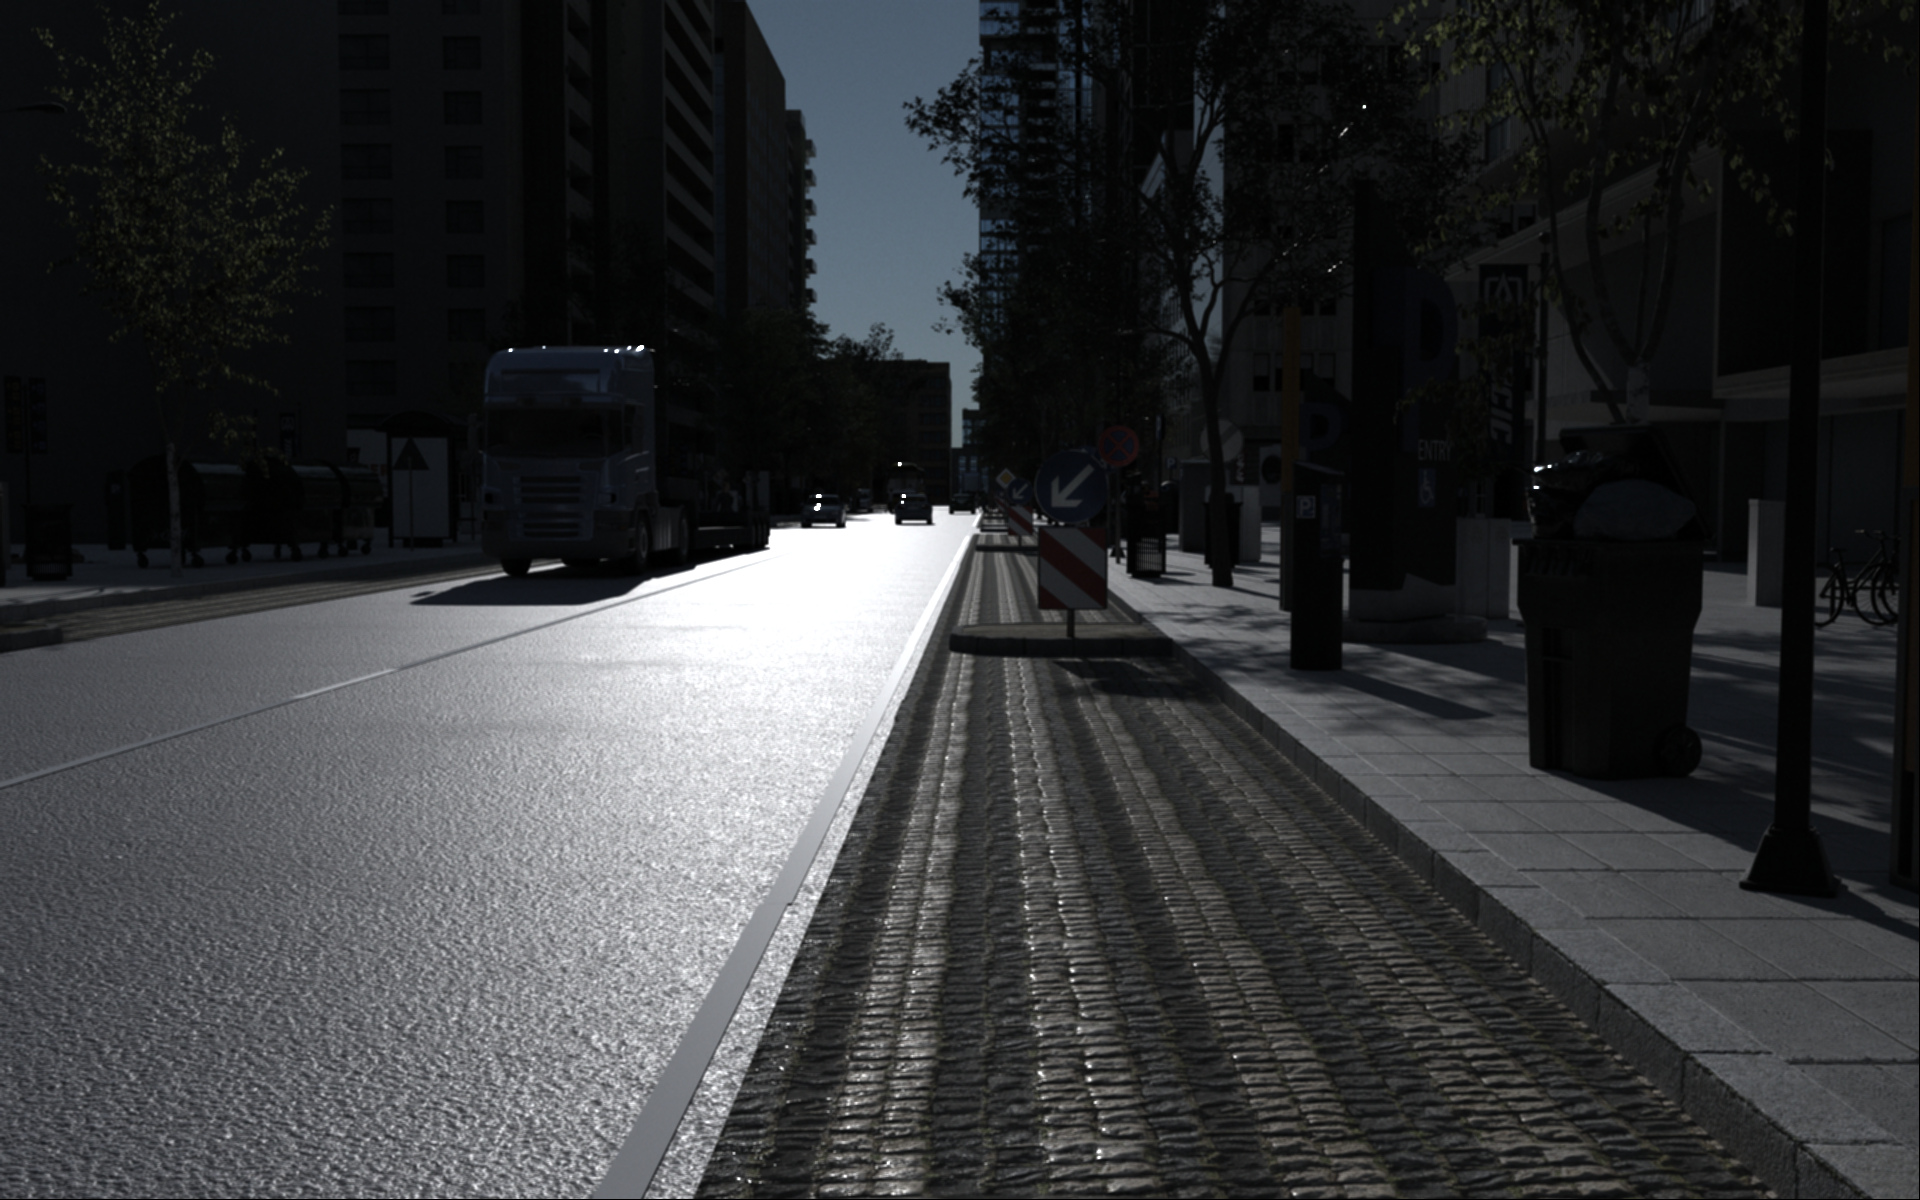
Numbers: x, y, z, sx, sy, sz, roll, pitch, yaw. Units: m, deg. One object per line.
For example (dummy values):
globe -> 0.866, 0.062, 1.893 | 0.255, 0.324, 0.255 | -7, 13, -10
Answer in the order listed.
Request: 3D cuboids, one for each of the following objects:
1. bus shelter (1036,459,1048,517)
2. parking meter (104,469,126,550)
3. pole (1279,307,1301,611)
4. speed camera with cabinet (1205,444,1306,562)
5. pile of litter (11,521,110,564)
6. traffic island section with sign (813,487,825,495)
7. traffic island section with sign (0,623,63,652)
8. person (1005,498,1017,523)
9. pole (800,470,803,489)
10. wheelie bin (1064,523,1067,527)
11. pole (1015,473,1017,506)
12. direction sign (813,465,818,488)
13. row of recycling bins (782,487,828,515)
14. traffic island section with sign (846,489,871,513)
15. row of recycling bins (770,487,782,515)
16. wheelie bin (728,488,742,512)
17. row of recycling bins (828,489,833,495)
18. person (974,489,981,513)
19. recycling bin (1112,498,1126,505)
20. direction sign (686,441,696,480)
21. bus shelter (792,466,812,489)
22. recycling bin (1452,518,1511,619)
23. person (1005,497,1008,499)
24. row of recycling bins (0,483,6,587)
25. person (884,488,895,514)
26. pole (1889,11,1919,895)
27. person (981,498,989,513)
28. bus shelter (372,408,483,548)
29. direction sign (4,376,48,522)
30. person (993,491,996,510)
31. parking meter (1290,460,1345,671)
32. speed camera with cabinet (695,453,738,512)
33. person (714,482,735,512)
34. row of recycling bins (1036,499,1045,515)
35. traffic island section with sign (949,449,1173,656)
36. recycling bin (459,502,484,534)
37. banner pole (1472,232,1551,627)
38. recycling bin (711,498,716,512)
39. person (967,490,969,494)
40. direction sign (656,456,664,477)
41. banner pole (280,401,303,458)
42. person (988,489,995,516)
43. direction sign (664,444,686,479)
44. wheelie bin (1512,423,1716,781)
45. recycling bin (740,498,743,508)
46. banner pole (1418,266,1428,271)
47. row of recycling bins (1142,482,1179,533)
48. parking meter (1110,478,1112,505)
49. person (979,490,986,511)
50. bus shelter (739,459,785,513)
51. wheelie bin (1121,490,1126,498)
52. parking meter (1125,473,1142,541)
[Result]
bus shelter -> 5.190, -6.079, 93.310 | 2.014, 3.302, 5.546 | 0, 4, 1
parking meter -> -19.360, -2.077, 39.665 | 0.399, 1.863, 0.255 | -2, 4, -34
pole -> 3.617, -1.537, 18.980 | 0.158, 3.312, 0.155 | 0, 3, 0
speed camera with cabinet -> 5.533, -2.339, 32.576 | 0.660, 3.252, 2.038 | -3, 4, -39
pile of litter -> -16.800, -1.108, 32.080 | 1.719, 0.858, 1.176 | 0, 4, 4
traffic island section with sign -> -8.132, -5.602, 100.214 | 1.989, 1.847, 2.006 | 0, 4, 1
traffic island section with sign -> -9.627, -0.461, 16.162 | 1.989, 1.847, 2.006 | 0, 4, 1
person -> 2.545, -4.609, 84.205 | 0.721, 1.781, 0.623 | -3, 5, -42
pole -> -11.075, -7.774, 120.954 | 0.158, 3.312, 0.155 | 0, 3, 0
wheelie bin -> 4.162, -3.370, 63.002 | 0.980, 1.594, 0.693 | 2, 4, 31
pole -> 4.671, -9.221, 144.609 | 0.158, 3.312, 0.155 | 0, 3, 0
direction sign -> -10.435, -8.141, 125.099 | 0.379, 3.537, 0.876 | -2, 4, -31
row of recycling bins -> -10.765, -6.822, 118.645 | 1.069, 1.692, 3.534 | 2, 4, 34
traffic island section with sign -> -7.648, -7.312, 128.172 | 1.989, 1.847, 2.006 | 0, 4, 1
row of recycling bins -> -12.867, -6.409, 111.906 | 1.069, 1.692, 3.534 | 1, 4, 17
wheelie bin -> -11.678, -4.962, 89.038 | 0.980, 1.594, 0.693 | 0, 4, 4
row of recycling bins -> -11.432, -8.463, 145.486 | 1.069, 1.692, 3.534 | 1, 4, 10
person -> 1.297, -7.398, 129.813 | 0.624, 1.780, 0.694 | 2, 4, 28
recycling bin -> 9.517, -5.585, 103.870 | 0.722, 1.027, 0.722 | -1, 4, -9
direction sign -> -11.384, -5.030, 74.241 | 0.379, 3.537, 0.876 | 0, 4, -3
bus shelter -> -11.839, -8.149, 127.157 | 2.014, 3.302, 5.546 | 0, 4, 1
recycling bin -> 5.203, -0.332, 17.979 | 0.722, 1.027, 0.722 | -2, 4, -31
person -> 3.409, -7.442, 130.448 | 0.793, 1.790, 0.793 | 0, 4, -3
row of recycling bins -> -14.931, -1.006, 23.566 | 3.534, 1.692, 1.069 | -1, 4, -11
person -> -5.062, -7.115, 124.676 | 0.795, 1.843, 0.661 | 0, 4, 4
pole -> 3.140, -0.714, 5.525 | 0.158, 3.312, 0.155 | 0, 3, 0
person -> 1.849, -7.170, 131.222 | 1.012, 1.151, 0.738 | 2, 4, 34
bus shelter -> -12.834, -3.046, 43.732 | 2.014, 3.302, 5.546 | 0, 4, 1
direction sign -> -18.065, -2.542, 33.555 | 0.379, 3.537, 0.876 | 2, 4, 23
person -> 3.119, -9.001, 156.602 | 0.436, 1.711, 0.756 | 0, 4, 7
parking meter -> 2.620, -0.262, 12.699 | 0.372, 1.533, 0.369 | 0, 3, 0
speed camera with cabinet -> -11.779, -5.452, 83.478 | 2.038, 3.252, 0.660 | -1, 4, -14
person -> -6.658, -2.441, 48.837 | 0.534, 1.772, 0.576 | 2, 4, 27
row of recycling bins -> 5.845, -6.360, 111.101 | 1.069, 1.692, 3.534 | -1, 4, -20
traffic island section with sign -> 0.903, -0.463, 16.202 | 1.989, 1.847, 2.006 | 0, 4, 1
recycling bin -> -15.757, -2.649, 55.863 | 0.722, 1.027, 0.722 | -1, 4, -21
banner pole -> 5.354, -1.628, 16.629 | 0.863, 3.779, 0.401 | 0, 4, 0
recycling bin -> -16.334, -6.390, 117.028 | 0.722, 1.027, 0.722 | 2, 4, 31
person -> 0.852, -10.201, 175.271 | 0.705, 1.826, 1.348 | -2, 4, -30
direction sign -> -17.823, -6.833, 103.720 | 0.876, 3.537, 0.379 | -3, 5, -44
banner pole -> -18.014, -3.476, 46.847 | 0.863, 3.779, 0.401 | 1, 4, 13
person -> 1.995, -6.212, 110.404 | 0.599, 1.781, 0.374 | -2, 4, -30
direction sign -> -12.667, -5.248, 77.797 | 0.876, 3.537, 0.379 | 0, 4, 5
wheelie bin -> 2.992, -0.004, 7.976 | 0.693, 1.594, 0.980 | -1, 4, -21
recycling bin -> -13.688, -5.667, 105.209 | 0.722, 1.027, 0.722 | 3, 5, 41
banner pole -> 4.941, -1.790, 19.289 | 0.401, 3.779, 0.863 | -2, 4, -33
row of recycling bins -> 7.225, -3.053, 57.029 | 3.534, 1.692, 1.069 | 2, 4, 33
parking meter -> 5.209, -3.425, 61.710 | 0.399, 1.863, 0.255 | 0, 4, 5
person -> 1.926, -8.227, 143.259 | 0.600, 1.795, 0.529 | -2, 4, -31
bus shelter -> -11.670, -6.631, 102.334 | 2.014, 3.302, 5.546 | 0, 4, 1
wheelie bin -> 11.997, -7.162, 125.005 | 0.693, 1.594, 0.980 | 0, 4, -8
parking meter -> 4.708, -2.521, 46.934 | 0.399, 1.863, 0.255 | -2, 4, -29
